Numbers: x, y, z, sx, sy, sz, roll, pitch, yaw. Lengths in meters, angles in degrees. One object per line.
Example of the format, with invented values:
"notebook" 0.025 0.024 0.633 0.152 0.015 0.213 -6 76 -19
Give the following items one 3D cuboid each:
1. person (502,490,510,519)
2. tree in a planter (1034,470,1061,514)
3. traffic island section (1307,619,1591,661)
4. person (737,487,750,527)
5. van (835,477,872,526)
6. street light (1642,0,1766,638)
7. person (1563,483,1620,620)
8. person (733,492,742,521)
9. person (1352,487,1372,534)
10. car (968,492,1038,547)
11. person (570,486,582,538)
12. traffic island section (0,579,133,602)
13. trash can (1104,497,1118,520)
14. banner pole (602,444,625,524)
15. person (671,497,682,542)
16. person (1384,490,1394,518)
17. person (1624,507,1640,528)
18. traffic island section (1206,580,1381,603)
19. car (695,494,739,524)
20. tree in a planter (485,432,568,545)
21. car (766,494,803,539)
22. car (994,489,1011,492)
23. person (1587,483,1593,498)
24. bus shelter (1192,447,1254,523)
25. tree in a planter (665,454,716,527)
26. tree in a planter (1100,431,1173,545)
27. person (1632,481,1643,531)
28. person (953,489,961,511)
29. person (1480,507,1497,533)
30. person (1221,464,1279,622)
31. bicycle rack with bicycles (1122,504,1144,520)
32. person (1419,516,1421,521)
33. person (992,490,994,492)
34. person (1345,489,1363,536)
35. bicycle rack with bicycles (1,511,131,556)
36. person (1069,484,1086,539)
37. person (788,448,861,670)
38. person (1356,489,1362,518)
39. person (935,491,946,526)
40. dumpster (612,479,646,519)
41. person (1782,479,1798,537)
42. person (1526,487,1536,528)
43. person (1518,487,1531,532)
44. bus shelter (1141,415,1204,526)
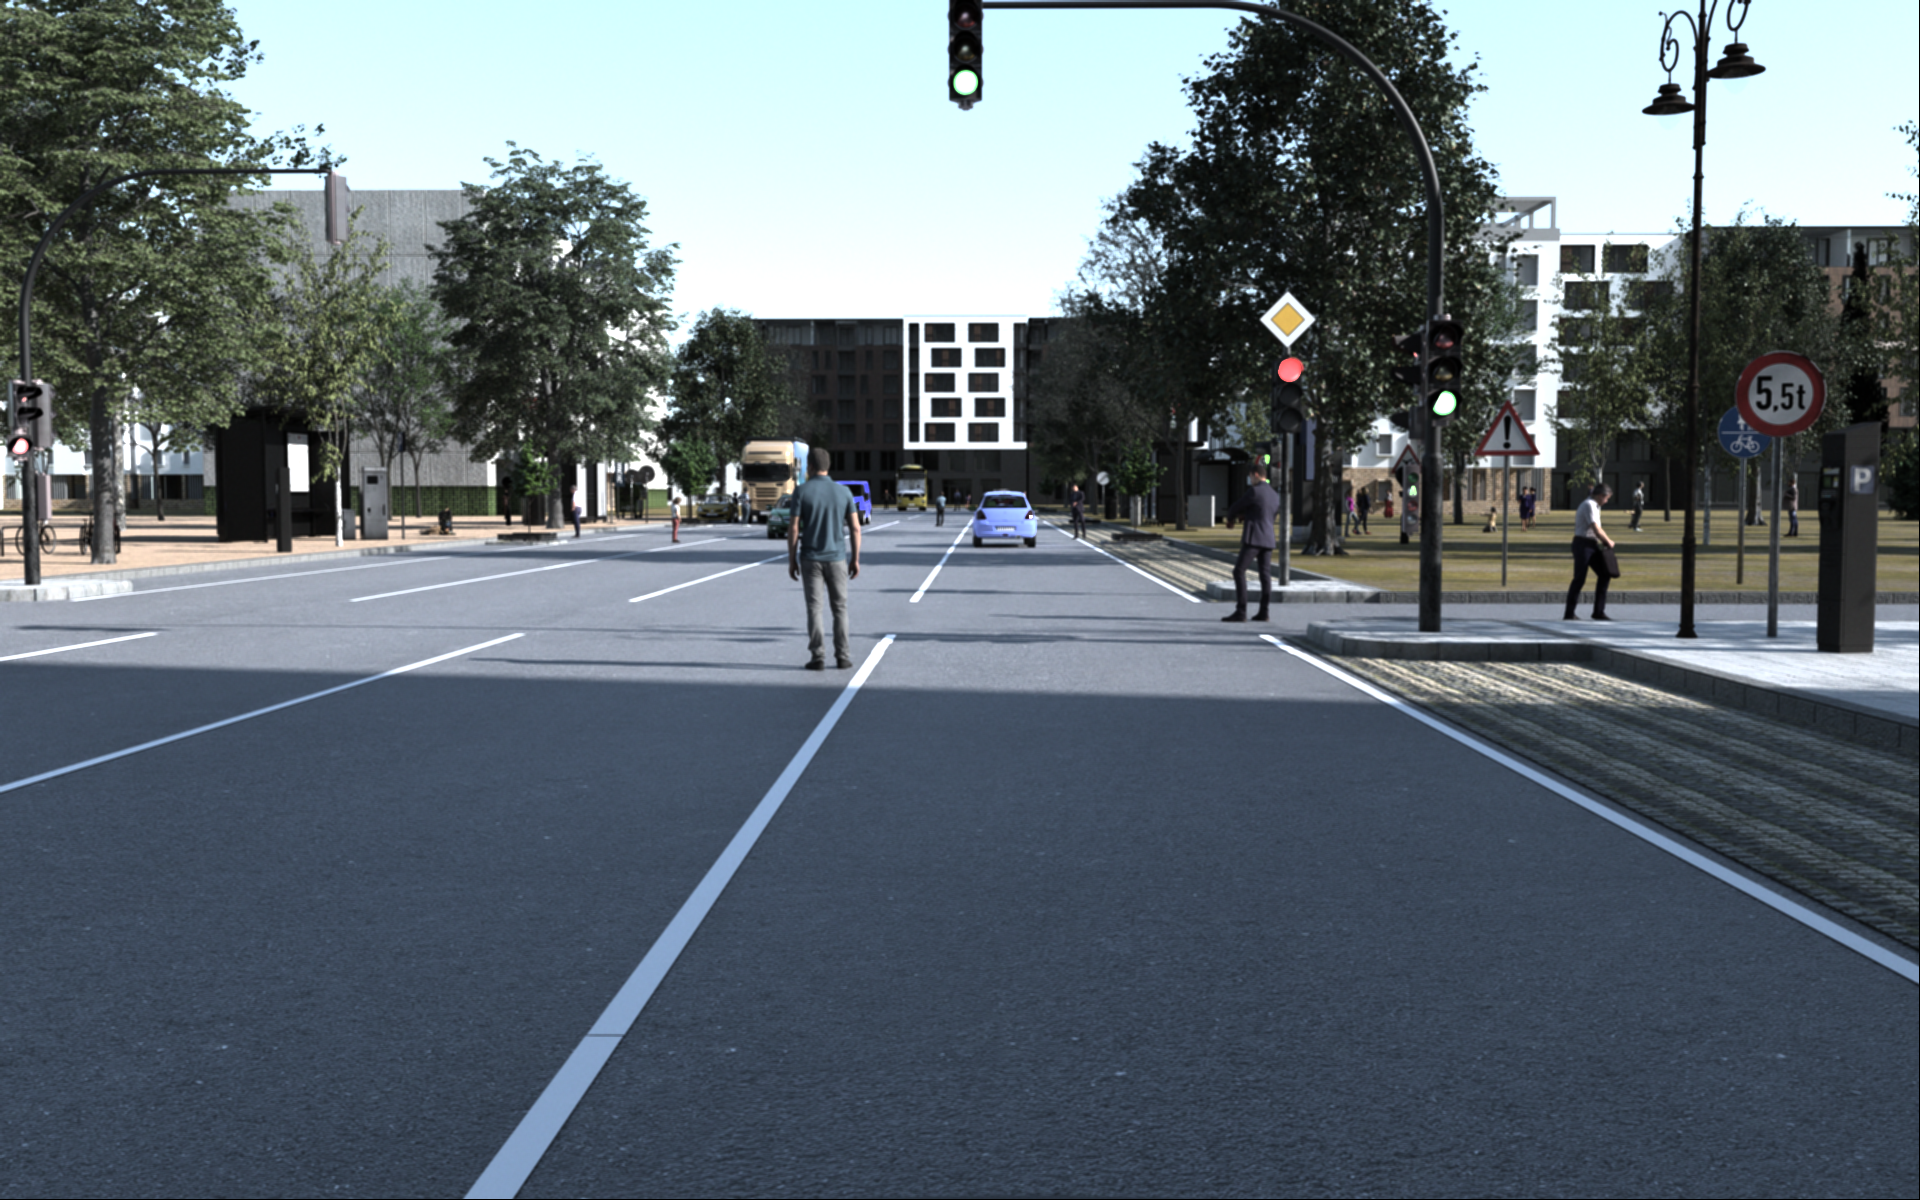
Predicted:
"person" -23.262 -4.915 88.670 0.388 1.546 0.482 -1 4 -9
"tree in a planter" 6.381 -7.921 126.725 1.991 3.239 1.994 0 4 1
"traffic island section" 4.408 0.371 16.219 2.009 0.180 2.903 0 4 1
"person" -9.476 -4.106 76.364 0.376 1.734 0.841 -2 4 -33
"van" -5.241 -4.662 80.603 2.240 2.365 5.245 0 4 1
"street light" 6.500 -2.601 15.315 0.468 5.910 1.993 0 4 1
"person" 7.090 -0.532 19.413 0.590 1.554 0.614 1 4 22
"person" -11.826 -4.975 92.205 0.546 1.535 0.453 -2 4 -30
"person" 12.826 -2.851 55.201 0.613 1.512 0.480 -2 4 -27
"car" 1.196 -2.339 47.838 1.945 1.707 3.694 0 4 0
"person" -12.604 -2.888 56.652 0.436 1.711 0.756 1 4 15
"traffic island section" -13.148 -0.137 24.522 2.009 0.180 2.903 0 4 1
"trash can" 7.476 -4.539 85.861 0.748 1.137 0.748 0 3 0
"banner pole" -14.750 -5.155 74.296 0.863 3.779 0.401 -2 4 -32
"person" -8.413 -2.379 51.312 0.435 1.345 0.340 3 4 36
"person" 22.751 -5.100 91.896 0.523 1.526 0.387 -2 4 -26
"person" 25.479 -3.157 65.583 0.695 0.859 0.347 -3 4 -37
"traffic island section" 4.550 -0.118 24.203 2.009 0.180 2.903 0 4 1
"car" -11.951 -4.596 85.376 2.015 1.641 3.980 0 4 0
"tree in a planter" -12.374 -3.208 49.668 1.991 3.239 1.994 0 4 1
"car" -5.236 -2.752 56.792 2.131 1.459 4.920 0 3 0
"car" 3.361 -7.960 138.814 2.281 1.827 5.304 0 4 2
"person" 24.456 -3.678 67.099 0.541 1.710 0.530 -2 4 -30
"bus shelter" 11.600 -5.064 76.714 2.014 3.302 5.546 0 4 1
"tree in a planter" -11.892 -4.855 76.608 1.991 3.239 1.994 0 4 1
"tree in a planter" 5.001 -3.183 49.265 1.991 3.239 1.994 0 4 1
"person" 23.442 -3.251 59.923 0.376 1.734 0.841 1 4 22
"person" -0.289 -8.613 149.192 0.709 1.838 0.599 1 4 19
"person" 17.642 -2.679 57.774 0.347 0.859 0.695 -1 4 -22
"person" 3.247 -0.650 19.576 0.683 1.767 0.568 -3 5 -42
"bicycle rack with bicycles" 9.524 -4.562 87.963 2.925 0.926 2.852 -1 4 -8
"person" 21.962 -4.610 83.282 0.662 1.594 0.647 0 4 4
"person" 2.397 -7.274 128.354 0.541 1.710 0.530 -2 4 -35
"person" 11.948 -2.638 52.407 0.776 1.435 0.726 3 4 36
"bicycle rack with bicycles" -18.896 -1.433 36.816 2.852 0.926 2.925 -1 4 -10
"person" 3.731 -2.830 55.219 0.683 1.767 0.568 2 4 28
"person" -1.114 -0.341 14.197 0.598 1.807 0.434 0 4 -7
"person" 21.732 -5.248 94.118 0.482 1.546 0.388 3 4 38
"person" -0.877 -4.027 76.554 0.499 1.552 0.429 0 4 2
"dumpster" -17.375 -5.415 91.034 1.502 2.255 1.985 0 4 1
"person" 24.855 -2.753 51.869 0.431 1.722 0.655 3 4 38
"person" 21.474 -3.486 65.407 0.546 1.535 0.453 -2 4 -25
"person" 19.278 -3.101 59.123 0.453 1.535 0.546 0 4 8
"bus shelter" 8.772 -5.845 73.195 2.179 5.291 8.768 0 4 1
